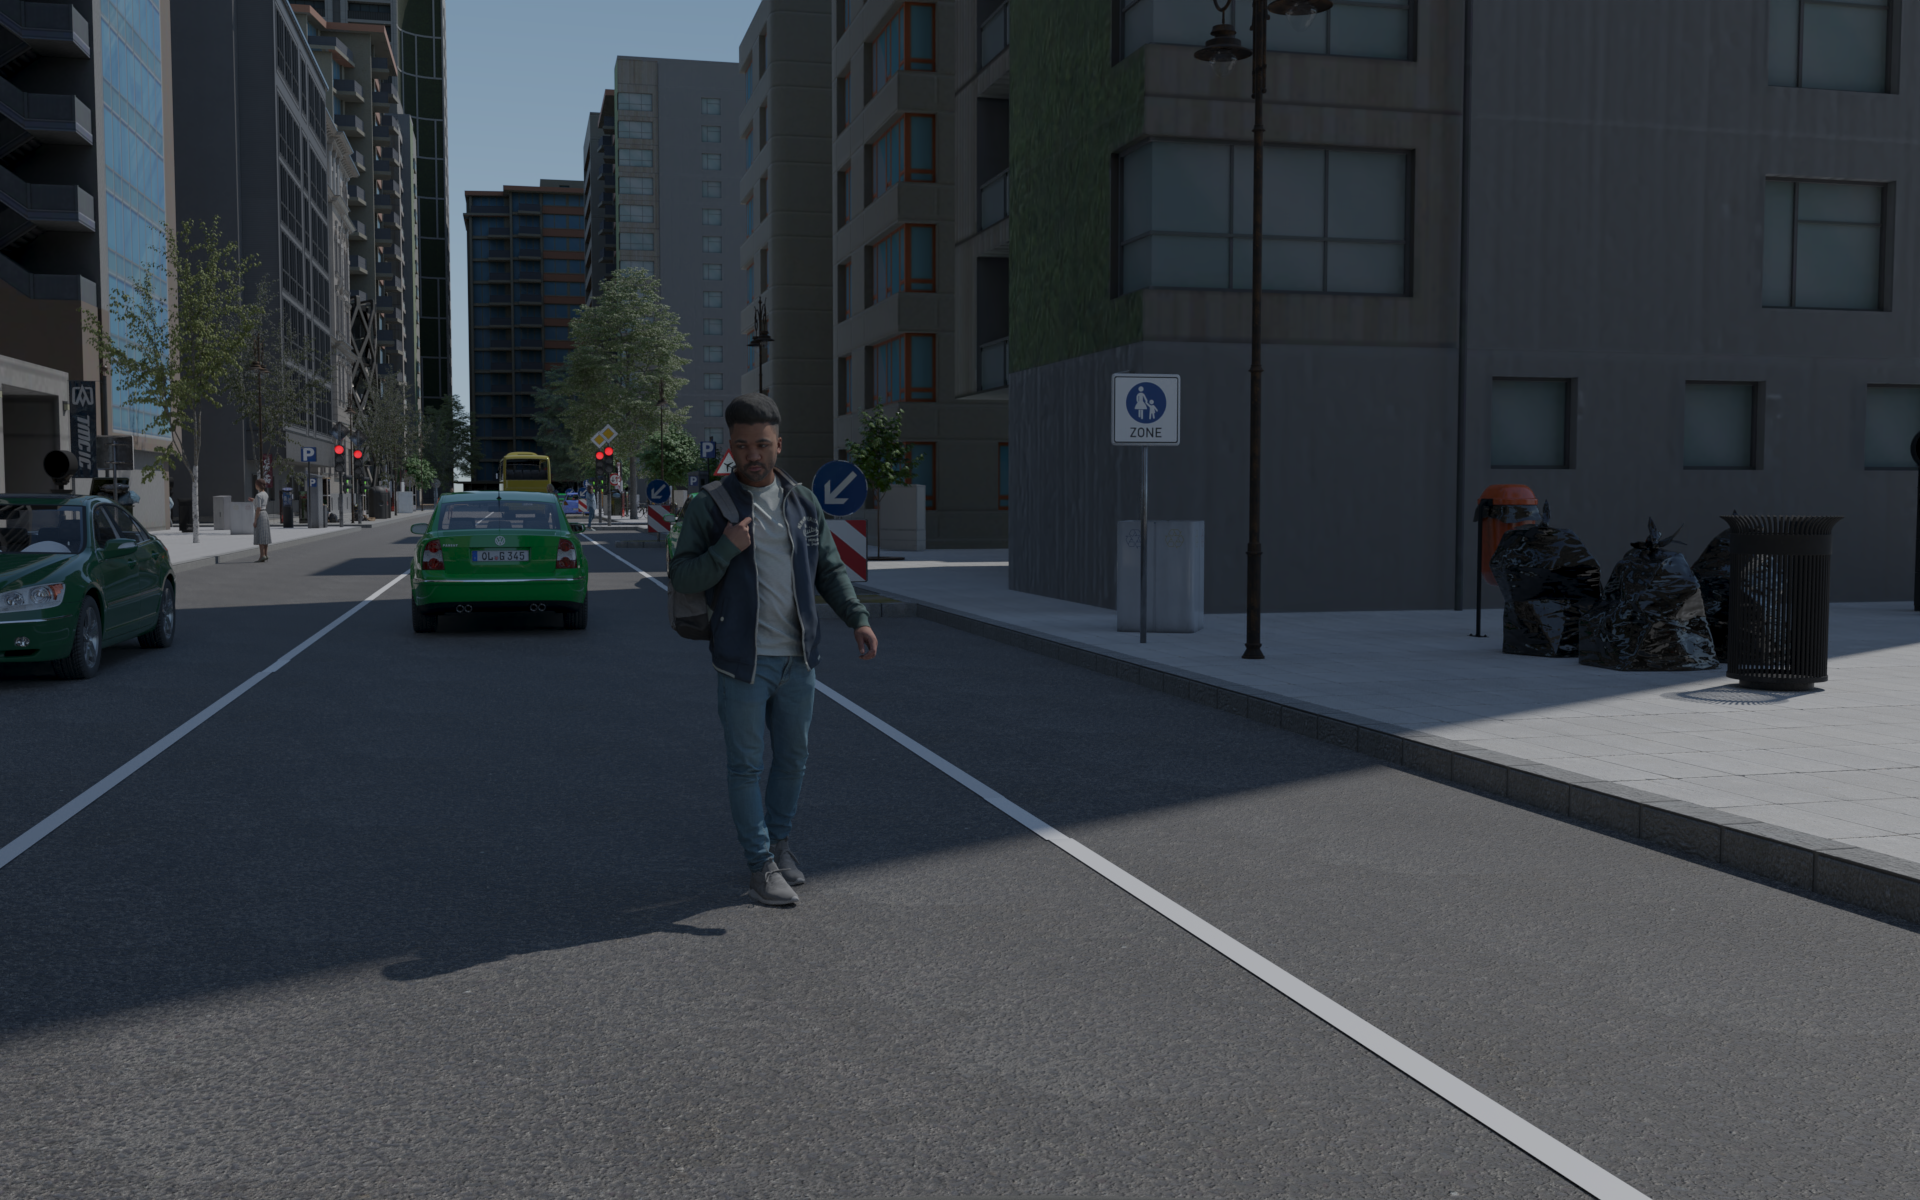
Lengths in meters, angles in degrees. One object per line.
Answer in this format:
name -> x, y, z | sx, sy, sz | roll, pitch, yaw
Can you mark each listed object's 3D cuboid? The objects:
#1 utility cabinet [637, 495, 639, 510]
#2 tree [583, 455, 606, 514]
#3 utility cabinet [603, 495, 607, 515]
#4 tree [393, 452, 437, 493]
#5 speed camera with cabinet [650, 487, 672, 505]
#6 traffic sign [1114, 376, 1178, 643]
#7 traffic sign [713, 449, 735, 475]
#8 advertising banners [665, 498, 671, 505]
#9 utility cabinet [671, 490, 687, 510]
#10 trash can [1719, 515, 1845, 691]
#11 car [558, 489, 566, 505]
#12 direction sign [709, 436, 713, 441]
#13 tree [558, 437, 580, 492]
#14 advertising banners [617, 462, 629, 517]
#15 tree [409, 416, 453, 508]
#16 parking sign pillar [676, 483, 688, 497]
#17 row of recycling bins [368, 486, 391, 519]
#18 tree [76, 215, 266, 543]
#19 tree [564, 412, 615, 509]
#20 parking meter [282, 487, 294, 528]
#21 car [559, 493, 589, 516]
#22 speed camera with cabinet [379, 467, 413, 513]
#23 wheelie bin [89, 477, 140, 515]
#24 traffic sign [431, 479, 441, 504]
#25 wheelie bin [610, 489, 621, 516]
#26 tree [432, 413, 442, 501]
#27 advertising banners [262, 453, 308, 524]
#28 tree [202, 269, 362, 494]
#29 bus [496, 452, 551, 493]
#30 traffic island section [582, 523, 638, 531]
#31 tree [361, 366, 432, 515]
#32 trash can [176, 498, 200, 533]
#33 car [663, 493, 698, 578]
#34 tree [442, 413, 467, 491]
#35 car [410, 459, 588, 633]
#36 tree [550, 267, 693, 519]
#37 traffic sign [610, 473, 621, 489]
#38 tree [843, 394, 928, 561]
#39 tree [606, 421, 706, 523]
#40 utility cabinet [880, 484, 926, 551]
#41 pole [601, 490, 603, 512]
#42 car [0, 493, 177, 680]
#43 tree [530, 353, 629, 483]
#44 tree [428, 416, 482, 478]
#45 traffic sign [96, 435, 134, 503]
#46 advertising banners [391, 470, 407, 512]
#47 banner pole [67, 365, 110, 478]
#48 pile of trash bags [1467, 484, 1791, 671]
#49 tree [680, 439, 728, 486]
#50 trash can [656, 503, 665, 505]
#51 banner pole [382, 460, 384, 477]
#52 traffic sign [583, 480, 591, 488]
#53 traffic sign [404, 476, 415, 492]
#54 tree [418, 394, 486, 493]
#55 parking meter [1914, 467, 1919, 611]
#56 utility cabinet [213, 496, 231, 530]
utility cabinet -> -25.703, -7.681, 136.747 | 0.306, 1.237, 1.020 | -3, 5, -41
tree -> -22.705, -7.841, 111.920 | 4.285, 4.588, 4.351 | 0, 3, 0
utility cabinet -> -20.843, -5.668, 103.838 | 1.020, 1.237, 0.306 | 0, 4, 7
tree -> -42.983, -9.357, 136.702 | 4.285, 4.588, 4.351 | 0, 3, 0
speed camera with cabinet -> -21.868, -8.092, 126.643 | 0.660, 3.252, 2.038 | -3, 5, -44
traffic sign -> 1.577, -0.778, 14.842 | 0.606, 2.300, 0.079 | -1, 4, -12
traffic sign -> -6.600, -3.027, 49.495 | 0.884, 2.594, 0.081 | -1, 4, -10
advertising banners -> -24.209, -9.082, 144.681 | 2.074, 3.025, 0.090 | 2, 4, 34
utility cabinet -> -16.520, -5.706, 101.978 | 1.173, 1.500, 0.318 | 3, 5, 44
trash can -> 5.414, 0.012, 11.452 | 0.748, 1.137, 0.748 | 0, 3, 0
car -> -31.564, -7.851, 137.165 | 1.959, 1.807, 4.718 | -1, 4, -14
direction sign -> -9.761, -4.653, 68.068 | 0.379, 3.537, 0.876 | -1, 4, -15
tree -> -41.442, -14.354, 185.041 | 4.360, 8.622, 3.978 | 0, 3, 0
advertising banners -> -18.667, -6.101, 95.933 | 0.090, 3.025, 2.074 | 0, 4, 6
tree -> -49.241, -12.933, 161.814 | 4.737, 8.622, 4.395 | 0, 3, 0
parking sign pillar -> -19.550, -8.171, 122.066 | 1.447, 3.967, 1.447 | 1, 4, 23
row of recycling bins -> -30.333, -5.097, 90.442 | 1.069, 1.692, 3.534 | -1, 4, -14
tree -> -20.253, -5.798, 45.160 | 4.737, 8.622, 4.395 | 0, 3, 0
tree -> -35.987, -13.076, 164.152 | 4.737, 8.622, 4.395 | 0, 3, 0
parking meter -> -25.519, -3.508, 65.760 | 0.372, 1.533, 0.369 | 0, 3, 0
car -> -23.503, -5.891, 105.905 | 1.945, 1.707, 3.694 | -1, 4, -15
speed camera with cabinet -> -37.515, -7.392, 115.194 | 2.038, 3.252, 0.660 | -2, 4, -32
wheelie bin -> -15.914, -1.508, 32.571 | 0.980, 1.594, 0.693 | -3, 5, -43
traffic sign -> -44.675, -9.025, 147.670 | 0.768, 2.556, 0.104 | -1, 4, -13
wheelie bin -> -20.262, -5.755, 102.001 | 0.693, 1.594, 0.980 | -3, 5, -41
tree -> -34.629, -9.535, 106.264 | 4.360, 8.622, 3.978 | 0, 3, 0
advertising banners -> -29.148, -4.814, 74.893 | 2.074, 3.025, 0.090 | -1, 4, -20
tree -> -23.072, -6.546, 57.383 | 4.360, 8.622, 3.978 | 0, 3, 0
bus -> -25.451, -6.691, 100.951 | 2.896, 3.916, 12.252 | -1, 4, -16
traffic island section -> -14.017, -2.879, 69.357 | 2.009, 0.180, 2.903 | -1, 4, -14
tree -> -32.562, -9.016, 97.778 | 4.360, 8.622, 3.978 | 0, 3, 0
trash can -> -25.659, -2.810, 57.603 | 0.748, 1.137, 0.748 | 0, 3, 0
car -> -3.813, -1.191, 28.268 | 1.959, 1.807, 4.718 | -1, 4, -13
tree -> -46.523, -12.487, 154.530 | 4.360, 8.622, 3.978 | 0, 3, 0
car -> -5.164, -0.650, 19.419 | 1.959, 1.807, 4.718 | -1, 4, -15
tree -> -16.810, -10.326, 86.962 | 7.486, 12.596, 7.792 | 0, 3, 0
traffic sign -> -20.910, -6.415, 104.994 | 0.768, 2.556, 0.104 | 0, 4, -7
tree -> -1.455, -2.392, 33.713 | 1.663, 3.219, 1.824 | 0, 3, 0
tree -> -13.022, -5.788, 78.348 | 4.285, 4.588, 4.351 | 0, 3, 0
utility cabinet -> -1.287, -1.864, 39.160 | 1.173, 1.500, 0.318 | 3, 5, 44
pole -> -26.064, -8.090, 126.116 | 0.158, 3.312, 0.155 | 0, 3, 0
car -> -7.962, -0.175, 14.656 | 2.131, 1.459, 4.920 | -1, 4, -13
tree -> -33.192, -15.093, 153.429 | 9.857, 13.997, 8.962 | 0, 3, 0
tree -> -60.683, -16.677, 207.082 | 7.601, 10.594, 8.767 | 0, 4, -5
traffic sign -> -14.727, -1.718, 30.213 | 0.606, 2.300, 0.079 | 0, 4, -8
advertising banners -> -41.304, -7.950, 126.177 | 2.074, 3.025, 0.090 | 0, 4, -1
banner pole -> -16.845, -2.671, 33.685 | 0.863, 3.779, 0.401 | -1, 4, -18
pile of trash bags -> 5.221, -0.275, 14.241 | 1.912, 1.369, 3.447 | -1, 4, -13
tree -> -8.580, -4.007, 60.117 | 1.663, 3.219, 1.824 | 0, 3, 0
trash can -> -20.987, -6.708, 121.321 | 0.748, 1.137, 0.748 | 0, 3, 0
banner pole -> -42.743, -8.460, 128.343 | 0.401, 3.779, 0.863 | -2, 4, -29
traffic sign -> -31.815, -9.049, 148.061 | 0.768, 2.556, 0.104 | -1, 4, -10
traffic sign -> -39.161, -7.532, 123.259 | 0.768, 2.556, 0.104 | 0, 4, -6
tree -> -57.581, -16.981, 195.762 | 7.486, 12.596, 7.792 | 0, 3, 0
parking meter -> 10.645, -0.808, 18.918 | 0.399, 1.863, 0.255 | -3, 5, -40
utility cabinet -> -26.389, -3.106, 61.944 | 0.306, 1.237, 1.020 | -3, 5, -42
